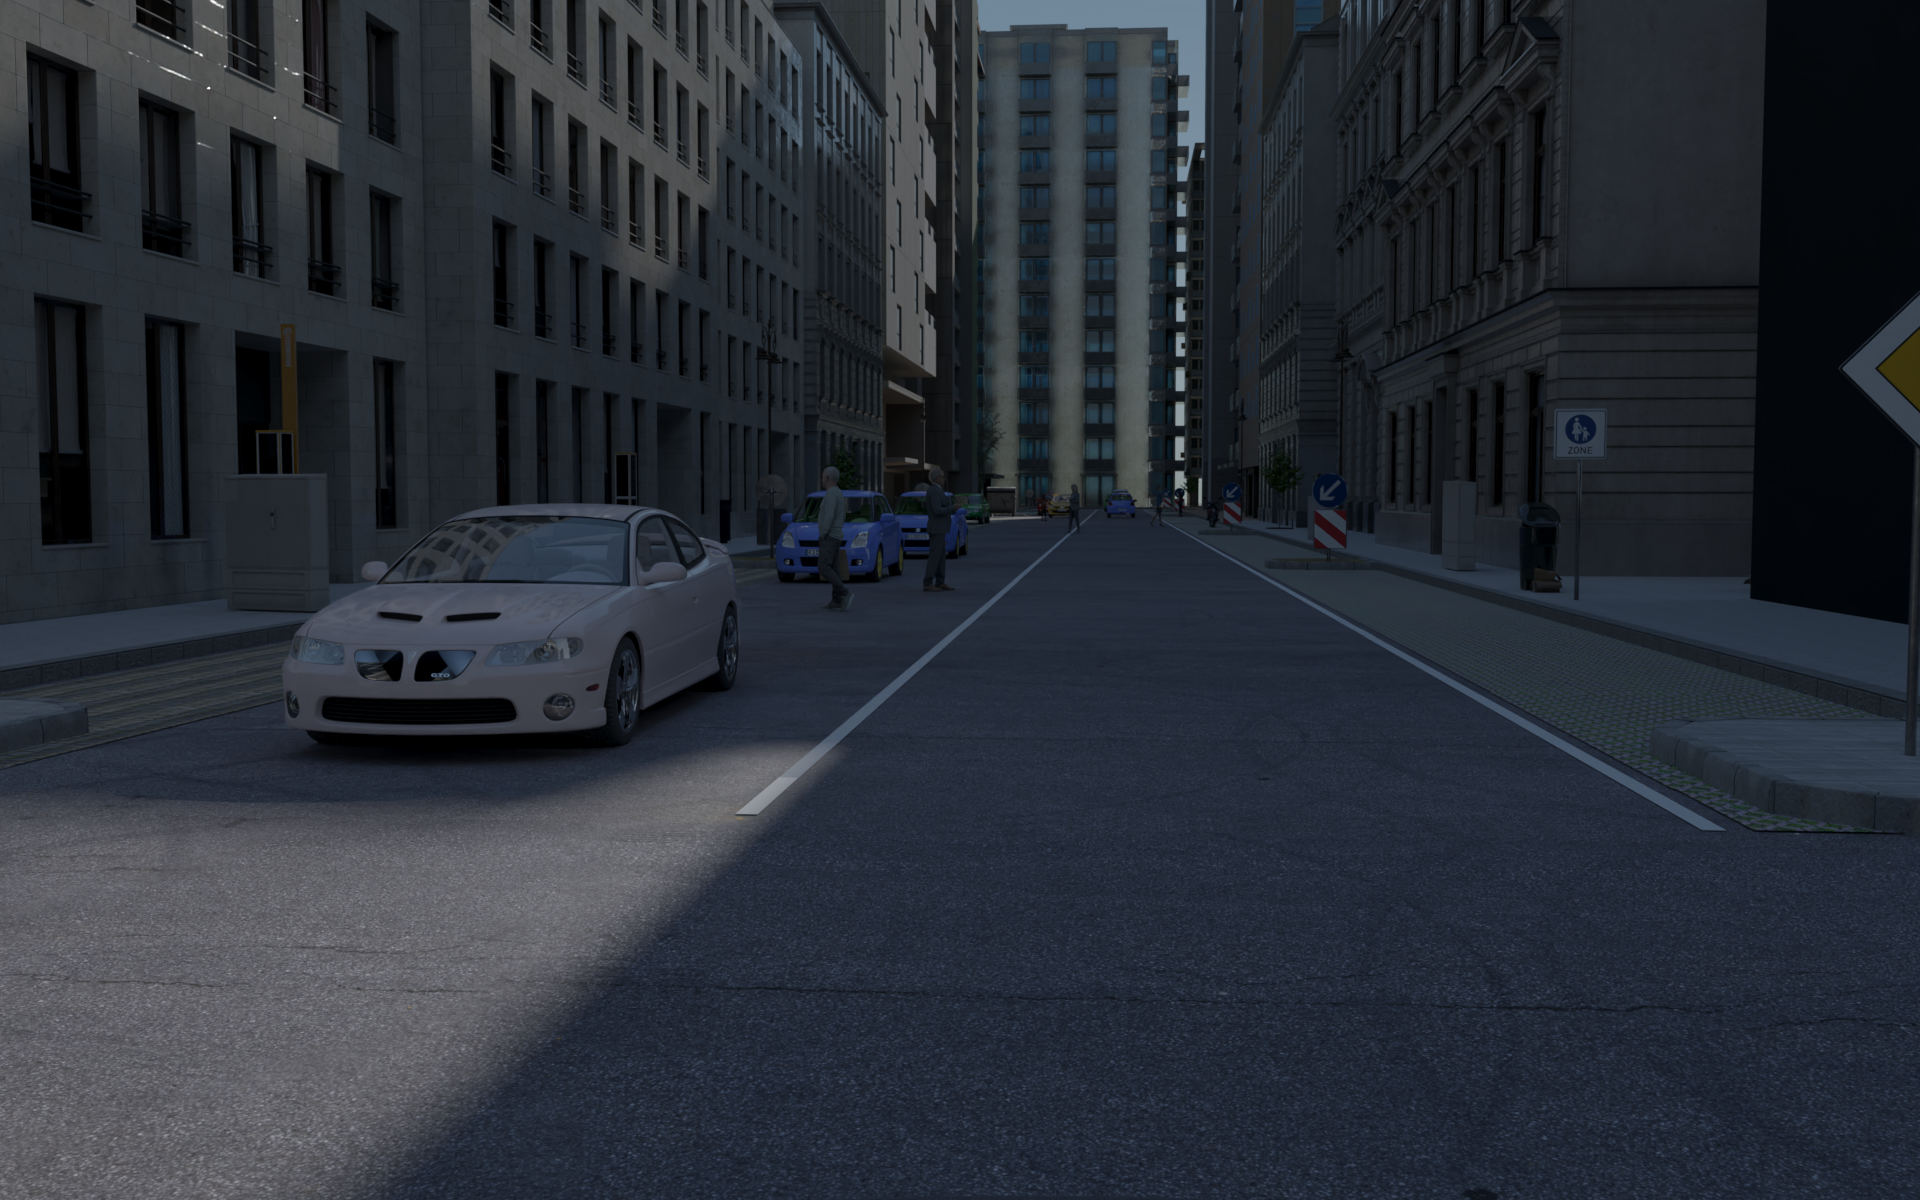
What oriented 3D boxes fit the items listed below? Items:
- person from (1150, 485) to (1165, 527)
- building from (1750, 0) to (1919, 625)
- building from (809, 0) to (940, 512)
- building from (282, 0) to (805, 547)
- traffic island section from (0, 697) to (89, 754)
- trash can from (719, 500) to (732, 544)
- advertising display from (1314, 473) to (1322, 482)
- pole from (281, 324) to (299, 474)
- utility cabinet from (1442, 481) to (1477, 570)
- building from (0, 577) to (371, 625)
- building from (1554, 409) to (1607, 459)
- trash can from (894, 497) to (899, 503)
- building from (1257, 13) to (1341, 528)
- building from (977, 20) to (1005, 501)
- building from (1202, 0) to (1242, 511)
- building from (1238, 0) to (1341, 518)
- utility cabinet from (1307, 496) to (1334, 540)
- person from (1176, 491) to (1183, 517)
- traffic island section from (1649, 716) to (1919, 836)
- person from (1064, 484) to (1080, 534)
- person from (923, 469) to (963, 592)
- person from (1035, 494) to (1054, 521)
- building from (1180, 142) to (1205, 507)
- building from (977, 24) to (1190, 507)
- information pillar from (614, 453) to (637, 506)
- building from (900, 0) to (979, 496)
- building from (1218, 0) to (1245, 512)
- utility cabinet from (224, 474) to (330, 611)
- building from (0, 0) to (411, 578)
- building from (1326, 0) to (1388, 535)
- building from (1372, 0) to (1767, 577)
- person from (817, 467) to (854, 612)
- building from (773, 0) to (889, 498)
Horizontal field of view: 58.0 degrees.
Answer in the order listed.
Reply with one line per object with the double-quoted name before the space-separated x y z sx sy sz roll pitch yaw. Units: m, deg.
"person" 8.733 -4.155 76.453 0.654 1.822 0.581 1 4 21
"building" 17.004 -11.254 13.688 15.834 23.373 12.332 0 4 5
"building" -15.815 -31.158 98.677 28.713 52.752 27.495 0 4 5
"building" -11.393 -12.101 52.610 10.420 20.320 16.860 0 4 5
"traffic island section" -6.261 0.782 9.498 2.009 0.180 2.903 0 4 5
"trash can" -6.276 -2.044 45.072 0.748 1.137 0.748 0 3 0
"advertising display" 11.205 -3.003 54.315 0.123 1.923 0.974 0 4 4
"pole" -8.061 -1.654 20.881 0.158 3.312 0.155 0 3 0
"utility cabinet" 8.418 -1.254 29.183 0.318 1.500 1.173 0 4 3
"building" -14.352 -10.051 19.083 10.420 20.320 16.860 0 4 5
"building" 56.884 -22.978 147.398 14.107 30.474 14.160 0 4 5
"trash can" -2.804 -4.390 83.423 0.748 1.137 0.748 0 3 0
"building" 18.238 -13.732 73.667 9.793 20.994 18.267 0 4 5
"building" -11.203 -30.292 149.894 28.867 44.769 22.147 0 4 5
"building" 30.617 -36.691 141.892 21.231 58.520 28.212 0 4 5
"building" 22.206 -26.934 90.484 14.600 45.320 14.200 0 4 5
"utility cabinet" 9.965 -2.244 47.854 0.306 1.237 1.020 -1 4 -15
"person" 13.629 -5.958 107.378 0.415 1.643 0.593 0 4 5
"traffic island section" 4.686 0.842 8.513 2.009 0.180 2.903 0 4 5
"person" 4.110 -3.309 62.790 0.526 1.800 0.537 -1 4 -22
"person" -0.257 -1.032 25.545 0.590 1.801 0.661 0 4 -7
"person" 4.448 -4.891 91.735 1.065 1.426 0.557 -1 4 -23
"building" 35.612 -29.957 181.684 23.993 40.220 32.217 0 4 5
"building" 8.120 -34.253 179.651 30.456 49.044 23.786 0 4 5
"information pillar" -5.970 -1.619 30.962 0.304 2.012 0.304 1 4 13
"building" -6.286 -26.631 119.010 14.154 41.232 14.086 0 4 5
"building" 29.448 -30.156 112.664 23.786 49.044 30.456 0 4 5
"utility cabinet" -7.471 -0.626 18.921 1.173 1.500 0.318 1 4 23
"building" -12.057 -11.072 35.774 10.420 20.320 16.860 0 4 5
"building" 17.907 -13.787 54.302 11.050 23.489 19.941 0 4 5
"building" 14.681 -10.425 35.069 10.561 19.102 19.286 0 4 5
"person" -1.528 -0.760 21.417 0.515 1.767 0.782 0 4 6
"building" -8.930 -13.550 70.691 9.793 20.994 18.267 0 4 5
